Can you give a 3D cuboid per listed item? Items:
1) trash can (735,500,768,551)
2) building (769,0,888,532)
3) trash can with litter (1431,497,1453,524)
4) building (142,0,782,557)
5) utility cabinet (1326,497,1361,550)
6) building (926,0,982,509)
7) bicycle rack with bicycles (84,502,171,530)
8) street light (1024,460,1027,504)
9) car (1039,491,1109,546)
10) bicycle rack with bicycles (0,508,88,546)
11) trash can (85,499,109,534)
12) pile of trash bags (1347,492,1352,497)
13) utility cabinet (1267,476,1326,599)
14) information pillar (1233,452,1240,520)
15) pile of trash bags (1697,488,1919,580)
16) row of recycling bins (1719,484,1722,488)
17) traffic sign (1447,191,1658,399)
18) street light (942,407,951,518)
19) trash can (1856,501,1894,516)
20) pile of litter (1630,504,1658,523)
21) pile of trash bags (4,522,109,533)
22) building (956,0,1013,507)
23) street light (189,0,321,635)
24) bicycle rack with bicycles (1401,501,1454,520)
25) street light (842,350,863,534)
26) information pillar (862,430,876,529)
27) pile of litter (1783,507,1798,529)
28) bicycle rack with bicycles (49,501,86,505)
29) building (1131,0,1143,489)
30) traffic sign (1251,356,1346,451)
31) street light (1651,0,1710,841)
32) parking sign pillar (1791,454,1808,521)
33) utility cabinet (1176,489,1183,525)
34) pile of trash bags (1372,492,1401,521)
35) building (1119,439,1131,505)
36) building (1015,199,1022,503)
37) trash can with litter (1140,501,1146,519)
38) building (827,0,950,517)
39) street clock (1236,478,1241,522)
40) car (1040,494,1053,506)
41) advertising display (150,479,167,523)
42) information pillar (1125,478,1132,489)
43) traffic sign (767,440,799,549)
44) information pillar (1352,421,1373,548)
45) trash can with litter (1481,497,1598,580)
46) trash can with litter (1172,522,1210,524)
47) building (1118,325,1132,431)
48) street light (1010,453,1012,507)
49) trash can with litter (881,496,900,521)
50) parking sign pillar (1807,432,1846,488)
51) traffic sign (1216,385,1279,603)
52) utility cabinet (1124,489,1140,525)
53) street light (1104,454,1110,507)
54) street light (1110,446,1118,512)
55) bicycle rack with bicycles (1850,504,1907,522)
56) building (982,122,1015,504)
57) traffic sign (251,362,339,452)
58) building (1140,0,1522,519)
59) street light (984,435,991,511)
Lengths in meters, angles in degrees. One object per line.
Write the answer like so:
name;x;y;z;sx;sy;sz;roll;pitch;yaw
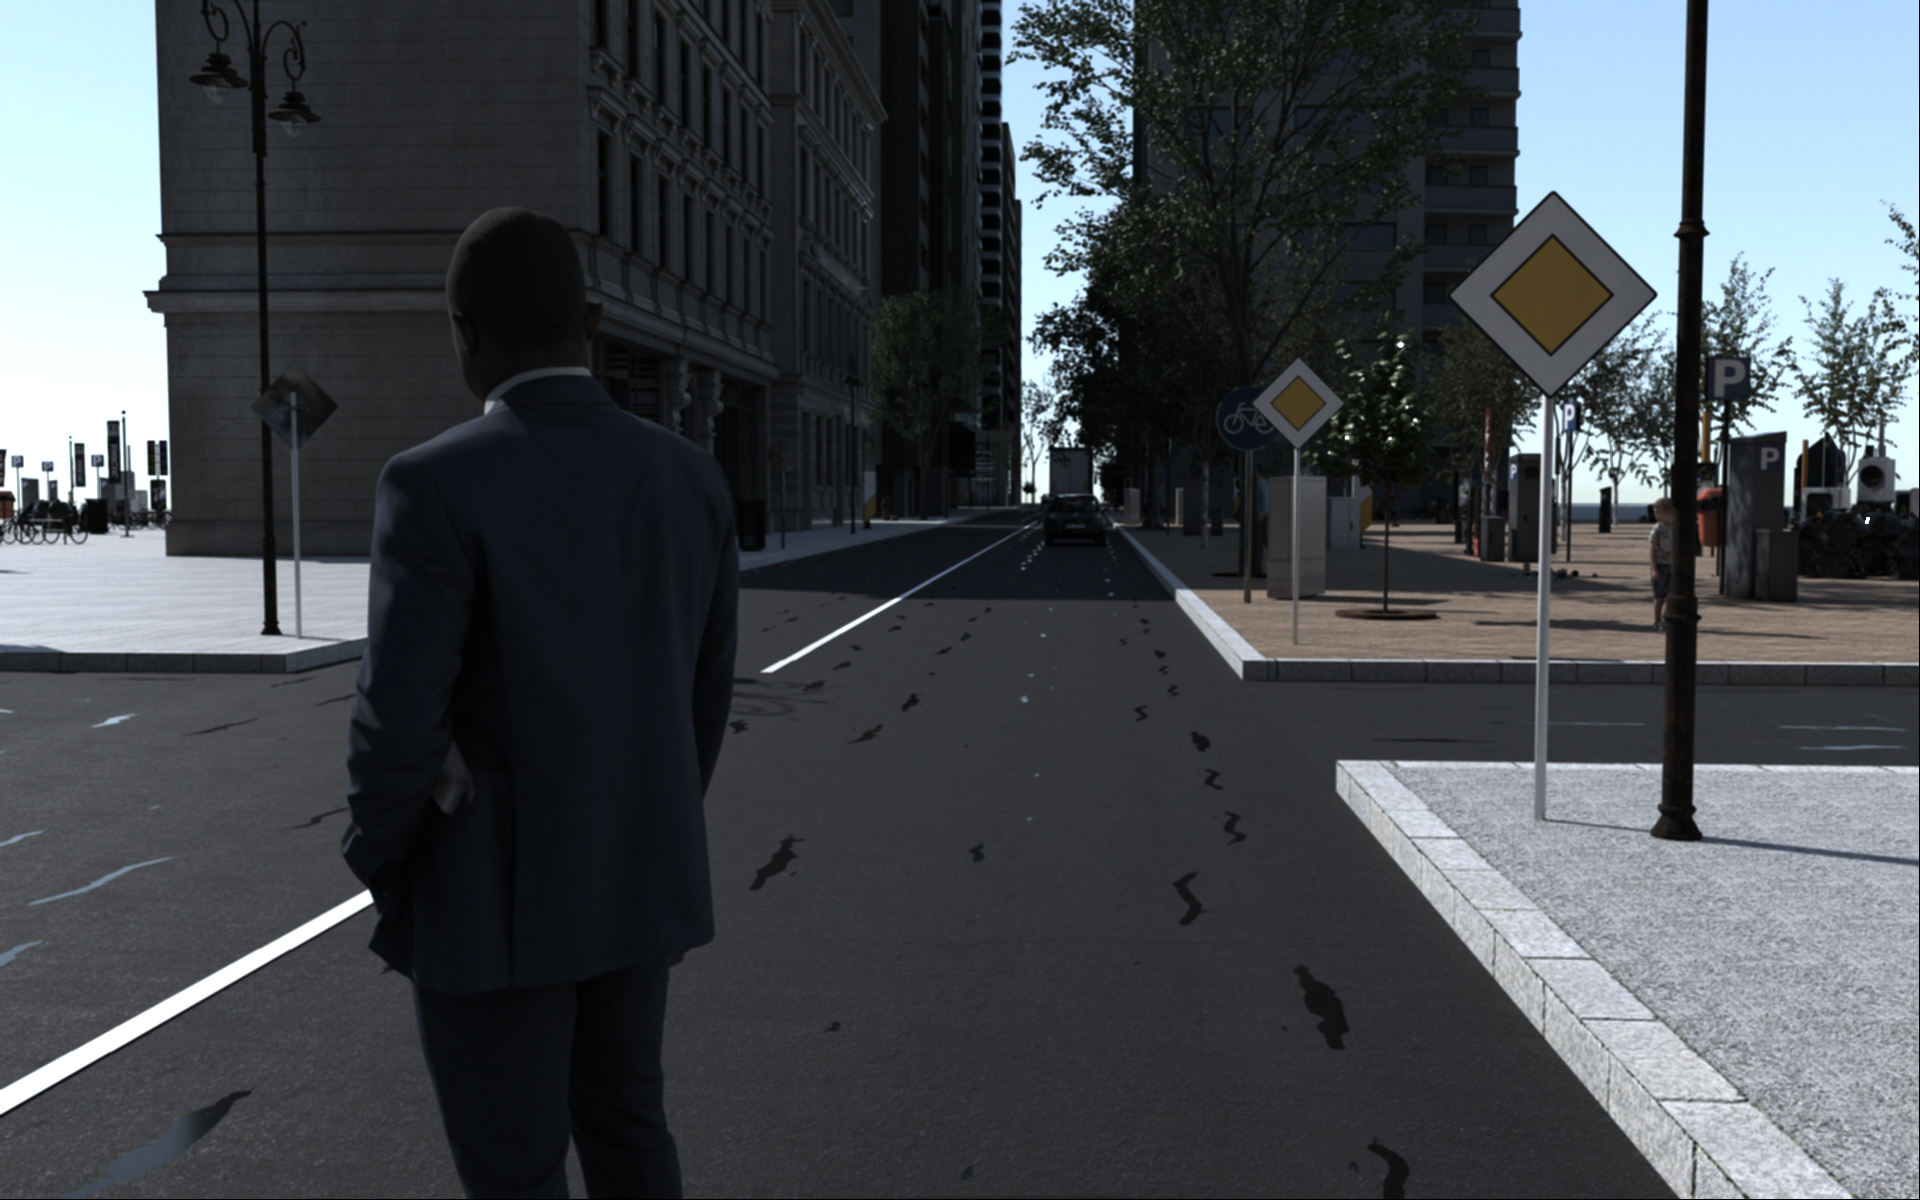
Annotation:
trash can;-4.685;-1.672;38.989;0.748;1.137;0.748;0;3;0
building;-9.758;-14.171;67.849;11.583;22.565;21.152;0;4;4
trash can with litter;20.670;-3.838;74.136;0.624;1.170;1.055;3;5;43
building;-11.878;-11.331;36.167;10.553;20.767;40.483;0;4;4
utility cabinet;8.773;-1.754;39.832;1.020;1.237;0.306;-3;4;-36
building;-12.265;-34.102;146.803;28.713;52.752;27.495;0;4;4
bicycle rack with bicycles;-29.402;-2.987;62.227;2.925;0.926;2.852;-3;5;-41
street light;8.268;-14.917;216.672;0.468;5.910;1.993;0;4;4
car;3.240;-2.398;48.989;2.009;1.686;4.222;0;4;3
bicycle rack with bicycles;-24.128;-1.875;44.044;2.925;0.926;2.852;2;4;29
trash can;-27.648;-2.682;55.500;0.748;1.137;0.748;0;3;0
pile of trash bags;17.157;-4.393;81.582;3.447;1.369;1.912;-1;4;-10
utility cabinet;4.165;-0.781;21.444;0.318;1.500;1.173;2;4;33
information pillar;13.943;-5.865;87.241;0.183;3.616;0.504;-1;4;-21
pile of trash bags;13.242;-1.049;26.909;3.447;1.369;1.912;1;4;12
row of recycling bins;32.639;-3.991;72.364;1.069;1.692;3.534;0;4;-6
traffic sign;2.302;-0.278;6.733;0.795;2.593;0.064;0;4;4
street light;-0.727;-7.290;91.984;0.468;5.910;1.993;0;4;4
trash can;19.844;-1.586;37.586;0.748;1.137;0.748;0;3;0
pile of litter;31.088;-3.914;77.959;1.719;0.858;1.176;2;4;27
pile of trash bags;-30.295;-2.941;57.835;3.447;1.369;1.912;-1;4;-20
building;-5.122;-53.601;189.047;22.319;86.520;31.000;0;4;4
street light;-6.294;-2.621;15.648;0.468;5.910;1.993;0;4;4
bicycle rack with bicycles;23.358;-4.482;86.661;2.852;0.926;2.925;-2;4;-34
street light;-3.457;-5.079;55.836;0.468;5.910;1.993;0;4;4
information pillar;-3.325;-4.406;63.385;0.504;3.616;0.183;-2;4;-30
pile of litter;30.544;-3.042;63.697;1.719;0.858;1.176;-2;4;-35
bicycle rack with bicycles;-45.369;-4.544;87.680;2.852;0.926;2.925;-1;4;-10
building;19.386;-26.968;124.522;14.154;41.232;14.086;0;4;4
traffic sign;2.879;-0.765;14.697;0.795;2.593;0.064;0;4;4
street light;2.683;-2.050;6.309;0.468;5.910;1.993;0;4;4
parking sign pillar;40.445;-5.754;82.544;1.447;3.967;1.447;-1;4;-14
utility cabinet;9.454;-3.804;70.869;1.173;1.500;0.318;0;4;-5
pile of trash bags;20.847;-4.625;85.376;1.912;1.369;3.447;2;4;33
building;29.006;-53.766;191.742;22.319;86.520;31.000;0;4;4
building;1.072;-33.674;234.158;14.154;41.232;14.086;0;4;4
trash can with litter;9.459;-4.706;88.331;1.055;1.170;0.624;0;4;-1
building;-8.143;-19.956;97.976;14.160;30.474;14.107;0;4;4
street clock;12.729;-4.523;78.528;0.358;2.002;0.471;-2;4;-32
car;10.878;-12.479;213.078;2.155;1.783;4.494;0;4;2
advertising display;-35.477;-4.371;76.672;0.123;1.923;0.974;1;4;9
information pillar;7.869;-4.686;81.103;0.304;2.012;0.304;1;4;12
traffic sign;-4.159;-2.477;40.607;0.768;2.556;0.104;1;4;12
information pillar;9.578;-3.052;41.252;0.504;3.616;0.183;0;4;-5
trash can with litter;9.005;-0.965;26.835;1.678;1.210;2.233;1;4;19
trash can with litter;9.867;-3.826;73.617;2.233;1.210;1.678;-2;4;-34
building;26.711;-27.186;216.190;14.160;30.474;14.107;0;4;4
street light;5.223;-12.404;175.600;0.468;5.910;1.993;0;4;4
trash can with litter;-3.293;-4.362;82.710;0.624;1.170;1.055;-3;5;-44
parking sign pillar;37.958;-5.301;75.144;1.447;3.967;1.447;-3;5;-40
traffic sign;3.389;-1.237;20.334;0.768;2.556;0.104;1;4;10
utility cabinet;7.184;-3.889;72.268;0.318;1.500;1.173;2;4;25
street light;14.263;-11.754;164.960;0.468;5.910;1.993;0;4;4
street light;11.240;-9.262;124.220;0.468;5.910;1.993;0;4;4
bicycle rack with bicycles;33.234;-3.041;63.107;2.852;0.926;2.925;2;4;35
building;-4.188;-36.254;216.459;21.300;48.544;21.600;0;4;4
traffic sign;-5.891;-0.805;15.351;0.795;2.593;0.064;0;4;4
building;21.338;-34.267;102.259;21.231;58.520;28.212;0;4;4
street light;2.124;-9.743;132.093;0.468;5.910;1.993;0;4;4
